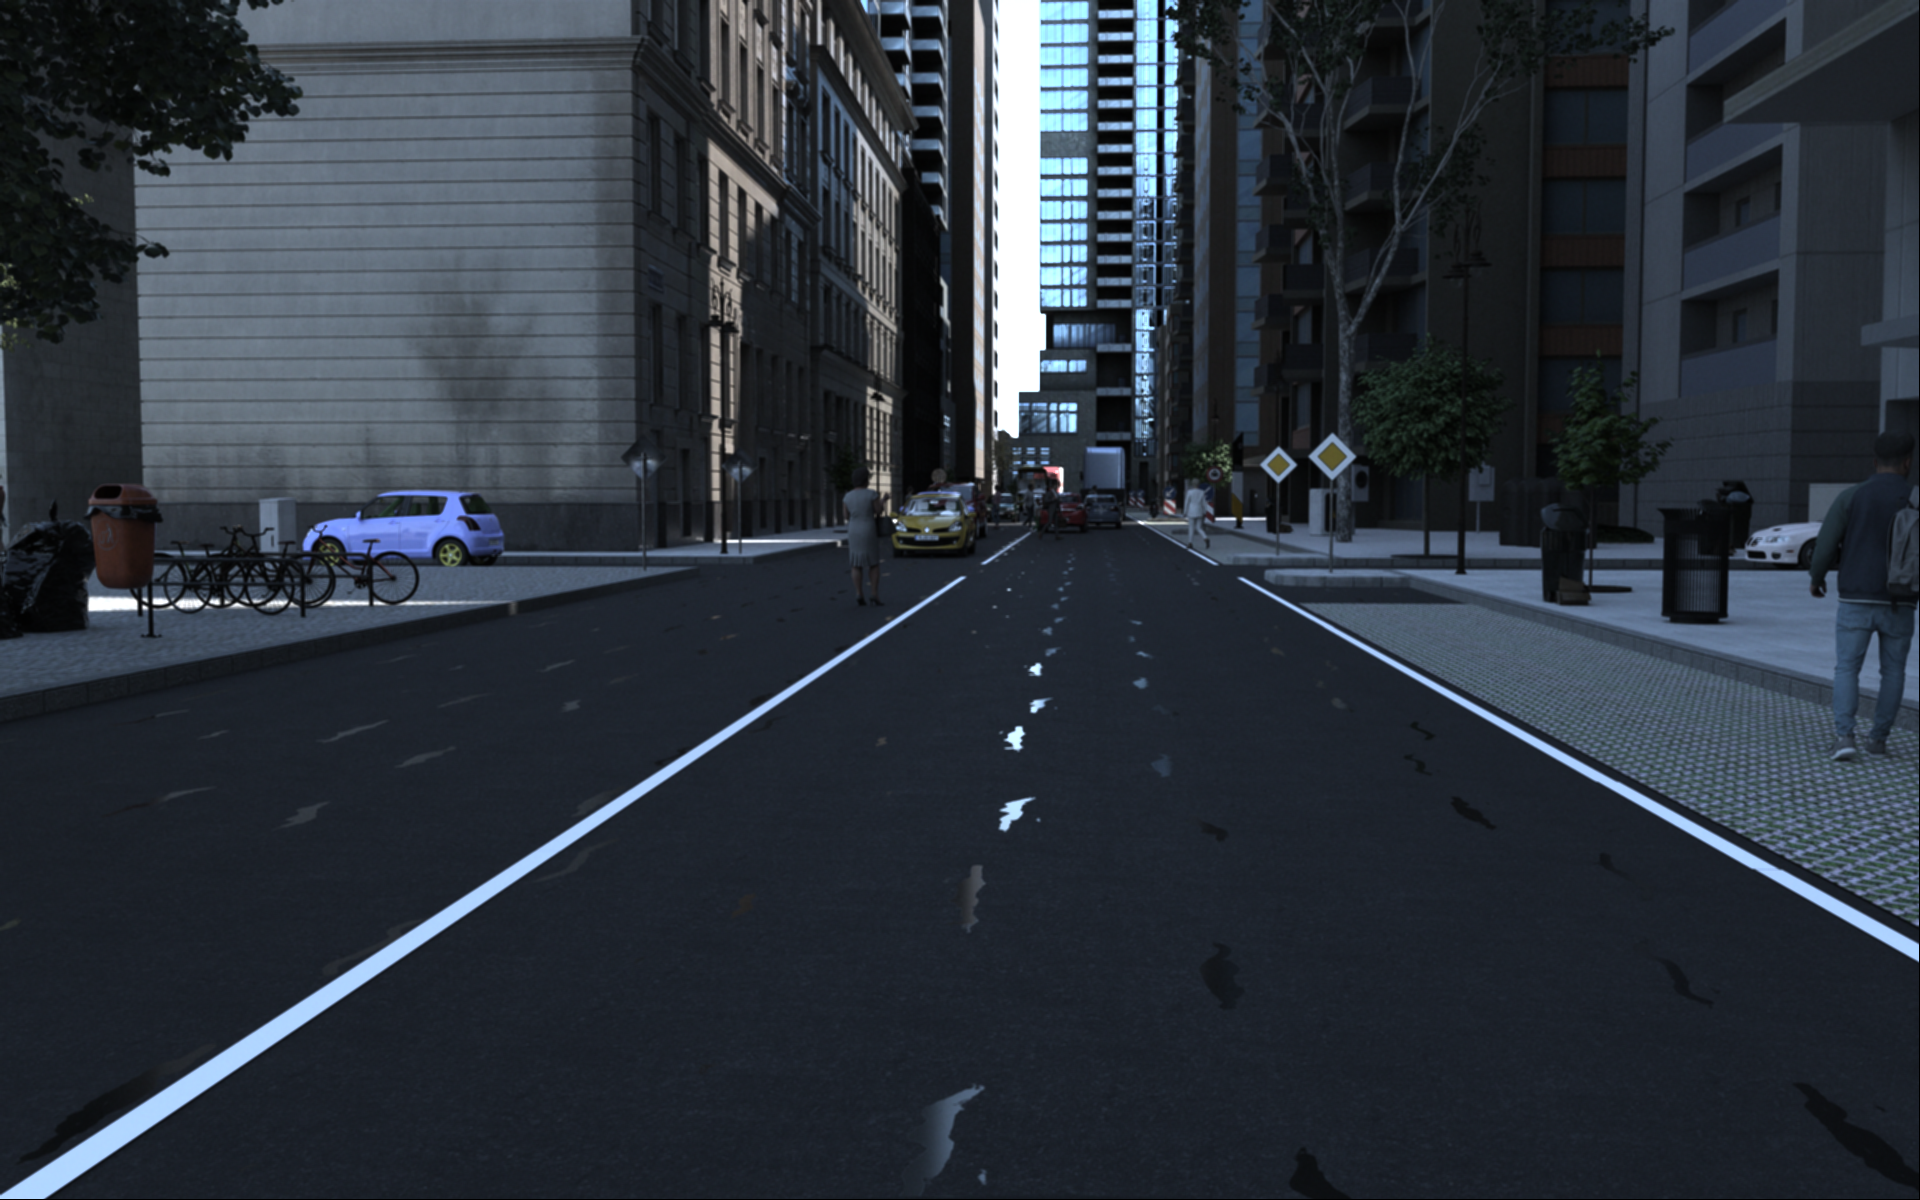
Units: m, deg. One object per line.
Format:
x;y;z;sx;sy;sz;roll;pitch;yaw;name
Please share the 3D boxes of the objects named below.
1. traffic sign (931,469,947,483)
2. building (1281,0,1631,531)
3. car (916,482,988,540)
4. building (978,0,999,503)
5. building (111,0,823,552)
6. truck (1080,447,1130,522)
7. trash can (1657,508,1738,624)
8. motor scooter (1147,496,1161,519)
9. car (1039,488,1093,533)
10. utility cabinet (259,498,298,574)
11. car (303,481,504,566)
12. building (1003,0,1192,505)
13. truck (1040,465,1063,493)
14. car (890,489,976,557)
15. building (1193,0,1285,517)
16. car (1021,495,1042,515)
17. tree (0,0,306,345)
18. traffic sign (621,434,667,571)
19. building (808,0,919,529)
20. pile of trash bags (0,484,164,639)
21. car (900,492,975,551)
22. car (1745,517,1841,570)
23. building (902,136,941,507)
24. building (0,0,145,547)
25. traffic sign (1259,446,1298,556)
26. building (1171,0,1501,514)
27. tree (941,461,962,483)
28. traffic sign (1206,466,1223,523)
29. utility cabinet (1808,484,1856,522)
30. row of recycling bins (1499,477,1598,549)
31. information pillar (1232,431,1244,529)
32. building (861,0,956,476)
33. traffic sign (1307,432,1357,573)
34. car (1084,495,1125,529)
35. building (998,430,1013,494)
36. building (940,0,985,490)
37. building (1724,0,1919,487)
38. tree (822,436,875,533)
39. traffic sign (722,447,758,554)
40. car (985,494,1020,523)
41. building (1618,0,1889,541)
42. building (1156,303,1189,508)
-1.062;-5.311;86.944;0.768;2.556;0.104;1;4;9;traffic sign
23.816;-25.479;71.213;22.147;44.769;28.867;0;4;4;building
-0.260;-2.911;56.271;2.281;1.827;5.304;0;4;6;car
-10.273;-38.806;176.471;28.212;58.520;21.231;0;4;4;building
-11.825;-15.455;49.945;12.463;27.353;25.104;0;4;4;building
7.618;-6.333;93.304;2.967;4.110;18.799;0;4;6;truck
7.330;-0.343;17.256;0.748;1.137;0.748;0;3;0;trash can
10.803;-5.115;96.403;0.815;1.314;1.986;0;4;6;motor scooter
3.937;-3.456;65.552;2.155;1.783;4.494;0;4;6;car
-10.710;-0.981;27.196;0.306;1.237;1.020;-3;4;-37;utility cabinet
-10.676;-1.443;33.181;3.694;1.707;1.945;0;4;6;car
21.211;-54.522;204.112;31.000;86.520;22.319;0;4;4;building
8.534;-10.938;167.757;2.839;4.237;11.283;0;4;6;truck
-0.580;-1.856;40.569;2.015;1.641;3.980;0;4;5;car
21.308;-27.677;102.631;14.600;45.320;14.200;0;4;4;building
5.246;-6.480;118.317;2.083;1.381;4.827;0;4;3;car
-7.682;-6.300;9.658;9.857;13.997;8.962;0;3;0;tree
-5.284;-1.549;28.967;0.795;2.450;0.064;0;4;4;traffic sign
-11.322;-14.953;77.766;16.112;22.955;30.059;0;4;4;building
-8.648;-0.371;15.822;3.447;1.369;1.912;1;4;22;pile of trash bags
-0.561;-2.163;44.951;1.945;1.707;3.694;0;4;4;car
17.263;-1.222;32.346;4.827;1.381;2.083;0;4;6;car
-7.945;-16.562;100.469;12.332;23.373;15.834;0;4;4;building
-29.482;-11.596;44.349;16.860;20.320;10.420;0;4;4;building
6.621;-1.983;36.068;0.795;2.450;0.064;0;4;4;traffic sign
28.706;-29.713;140.436;22.147;44.769;28.867;0;4;4;building
-0.584;-6.547;101.639;1.663;3.219;1.824;0;3;0;tree
11.459;-4.764;77.993;0.768;2.556;0.104;0;4;6;traffic sign
18.734;-1.724;36.871;1.173;1.500;0.318;2;4;34;utility cabinet
14.192;-2.129;41.927;1.069;1.692;3.534;-1;4;-12;row of recycling bins
10.326;-4.468;64.405;0.504;3.616;0.183;-2;4;-33;information pillar
-11.076;-49.813;127.120;22.319;86.520;31.000;0;4;4;building
6.027;-1.496;28.105;0.795;2.450;0.064;0;4;4;traffic sign
5.916;-3.715;72.744;2.014;1.417;4.499;0;4;6;car
-7.725;-37.992;210.401;27.495;52.752;28.713;0;4;4;building
-5.204;-30.634;150.977;14.600;45.320;14.200;0;4;4;building
23.482;-25.775;10.660;28.713;52.752;27.495;0;4;4;building
-3.717;-3.871;57.891;1.663;3.219;1.824;0;3;0;tree
-4.690;-2.036;36.930;0.795;2.450;0.064;0;4;4;traffic sign
2.087;-4.764;87.681;2.009;1.686;4.222;0;4;5;car
34.105;-30.649;43.104;28.212;58.520;21.231;0;4;4;building
33.829;-19.902;170.438;27.650;21.520;28.899;0;4;4;building
